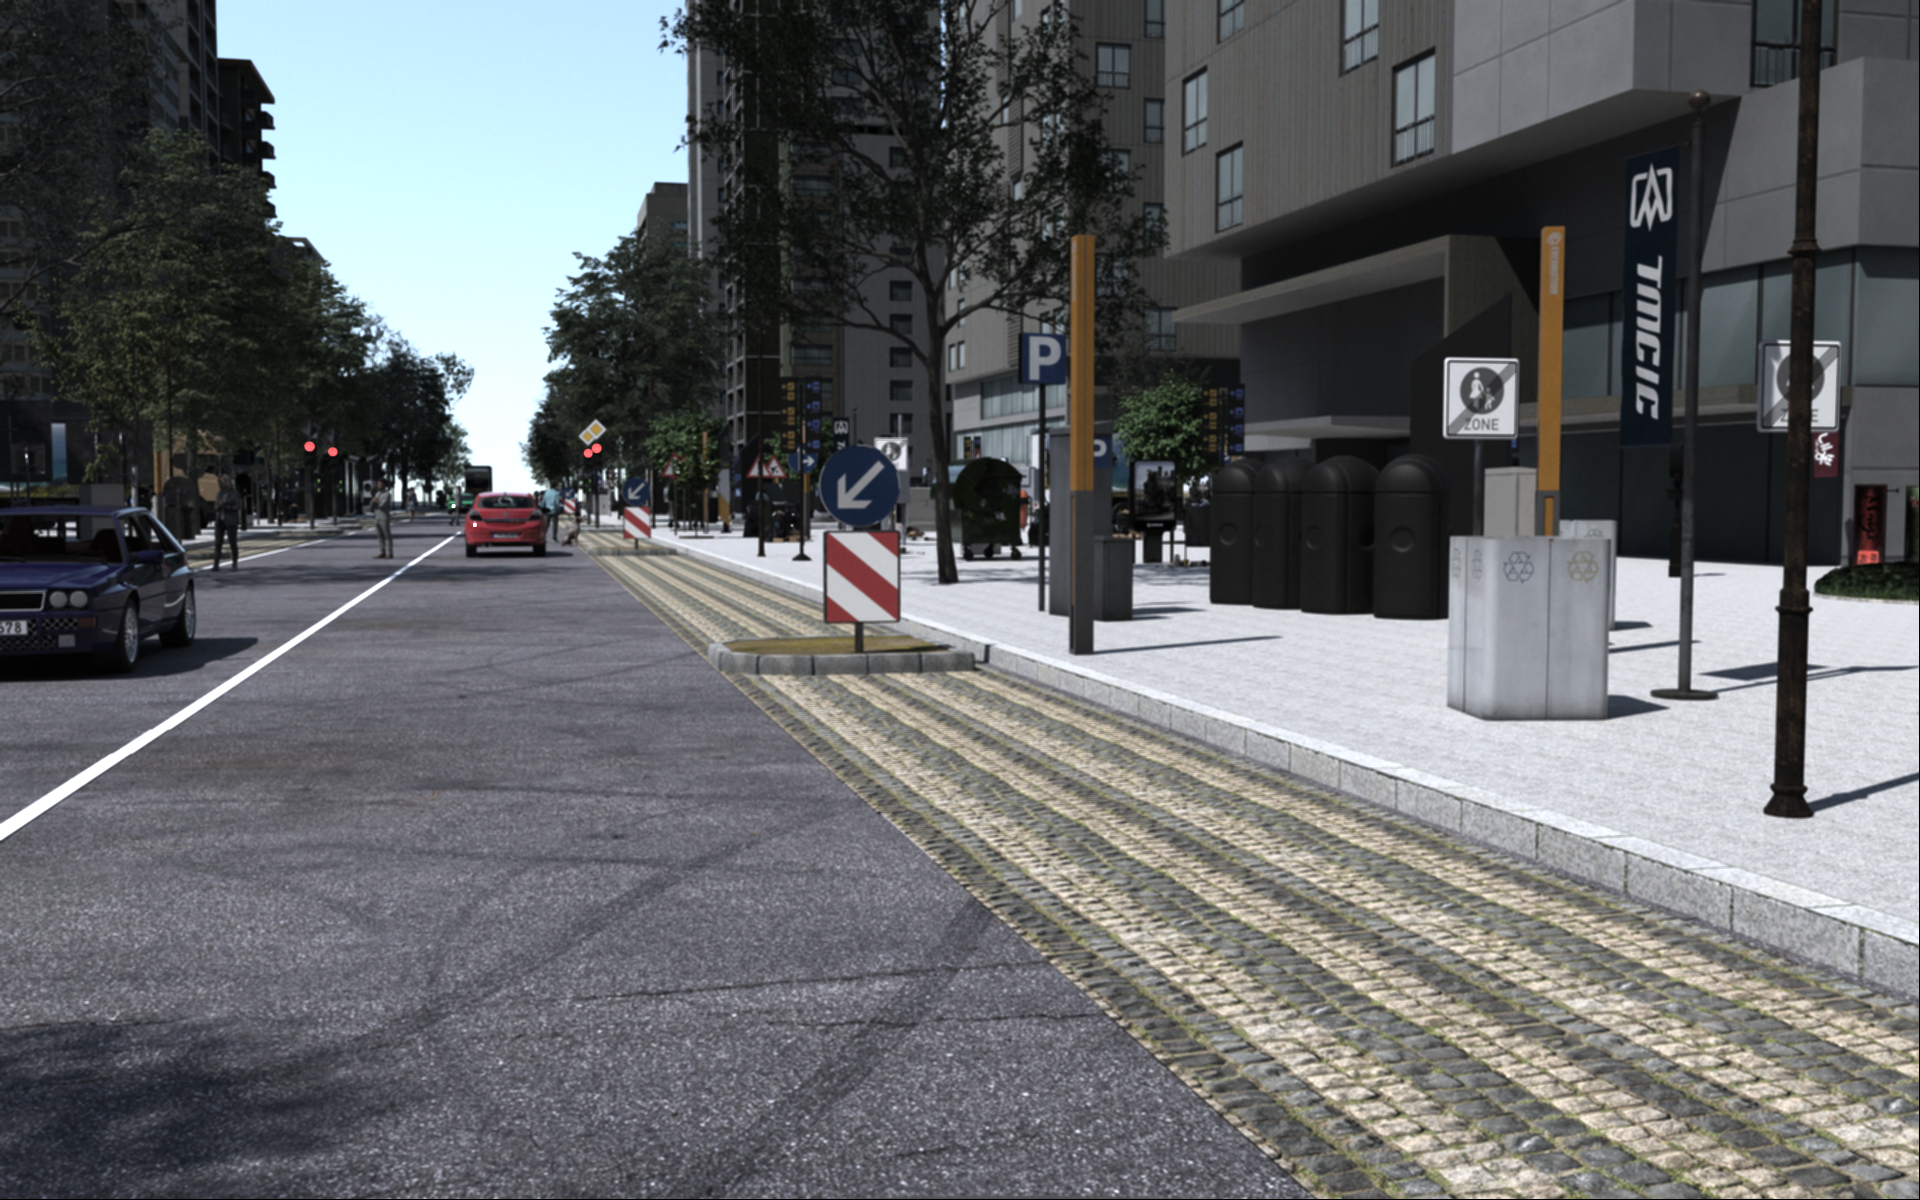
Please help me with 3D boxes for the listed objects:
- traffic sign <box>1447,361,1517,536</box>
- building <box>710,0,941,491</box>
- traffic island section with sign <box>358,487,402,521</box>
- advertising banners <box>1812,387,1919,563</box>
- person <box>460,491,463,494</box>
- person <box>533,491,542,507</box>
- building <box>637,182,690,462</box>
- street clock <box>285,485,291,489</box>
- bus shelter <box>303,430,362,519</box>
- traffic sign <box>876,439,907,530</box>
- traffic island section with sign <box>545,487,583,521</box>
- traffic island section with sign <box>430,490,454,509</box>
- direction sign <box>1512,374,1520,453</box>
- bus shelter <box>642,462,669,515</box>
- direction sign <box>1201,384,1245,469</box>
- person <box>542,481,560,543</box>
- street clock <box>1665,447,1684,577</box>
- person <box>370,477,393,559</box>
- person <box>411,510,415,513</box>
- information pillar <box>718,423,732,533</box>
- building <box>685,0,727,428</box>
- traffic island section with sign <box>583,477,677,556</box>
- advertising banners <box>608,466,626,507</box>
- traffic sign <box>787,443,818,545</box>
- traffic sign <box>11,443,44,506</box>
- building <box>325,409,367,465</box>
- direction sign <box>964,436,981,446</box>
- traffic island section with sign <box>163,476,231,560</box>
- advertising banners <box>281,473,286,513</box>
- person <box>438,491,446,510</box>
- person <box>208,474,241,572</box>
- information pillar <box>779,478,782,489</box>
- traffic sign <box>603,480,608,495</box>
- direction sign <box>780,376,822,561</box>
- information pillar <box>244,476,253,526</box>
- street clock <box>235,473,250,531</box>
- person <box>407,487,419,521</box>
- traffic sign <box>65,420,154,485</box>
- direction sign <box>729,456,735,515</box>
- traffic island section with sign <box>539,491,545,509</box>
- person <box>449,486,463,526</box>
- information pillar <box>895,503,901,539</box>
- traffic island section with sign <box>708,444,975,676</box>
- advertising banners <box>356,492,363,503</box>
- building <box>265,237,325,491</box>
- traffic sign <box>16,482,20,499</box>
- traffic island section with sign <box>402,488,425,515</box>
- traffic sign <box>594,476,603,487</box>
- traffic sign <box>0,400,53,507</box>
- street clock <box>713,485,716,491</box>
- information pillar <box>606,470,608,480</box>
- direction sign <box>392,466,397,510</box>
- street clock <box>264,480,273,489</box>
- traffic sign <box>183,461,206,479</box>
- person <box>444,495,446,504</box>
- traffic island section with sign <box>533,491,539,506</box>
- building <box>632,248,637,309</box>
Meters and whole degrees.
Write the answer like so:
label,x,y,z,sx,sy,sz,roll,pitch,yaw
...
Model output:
label,x,y,z,sx,sy,sz,roll,pitch,yaw
traffic sign,3.922,-0.673,13.129,0.606,2.300,0.079,-1,4,-12
building,-14.224,-44.893,172.258,20.563,71.187,20.611,-1,4,-14
traffic island section with sign,-30.961,-5.110,92.178,1.989,1.847,2.006,-1,4,-14
advertising banners,14.693,-1.938,27.874,2.074,3.025,0.090,3,5,45
person,-39.374,-7.820,136.454,0.694,1.812,0.767,-3,4,-38
person,-37.735,-8.886,154.503,1.217,1.735,0.721,0,4,5
building,-37.896,-39.284,265.990,21.300,48.544,21.600,-1,4,-14
street clock,-51.907,-7.908,133.870,0.358,2.002,0.471,0,4,4
bus shelter,-33.514,-7.009,92.222,2.179,5.291,8.768,-1,4,-14
traffic sign,-1.257,-1.808,31.692,0.606,2.300,0.079,0,4,-5
traffic island section with sign,-21.190,-5.184,93.385,1.989,1.847,2.006,-1,4,-14
traffic island section with sign,-49.897,-9.653,166.457,1.989,1.847,2.006,-1,4,-14
direction sign,10.362,-2.511,33.053,0.379,3.537,0.876,-1,4,-19
bus shelter,-18.981,-8.098,110.041,2.179,5.291,8.768,-1,4,-14
direction sign,5.402,-2.669,35.632,0.876,3.537,0.379,0,4,-1
person,-12.121,-2.612,51.228,0.660,1.820,0.620,1,4,18
street clock,11.063,-1.354,26.716,0.358,2.002,0.471,2,4,27
person,-12.866,-1.820,38.445,0.511,1.800,0.466,2,4,24
person,-40.993,-7.411,129.773,0.635,1.810,0.391,2,4,31
information pillar,-7.769,-4.016,57.017,0.183,3.616,0.504,2,4,34
building,-20.244,-40.053,196.871,21.231,58.520,28.212,-1,4,-14
traffic island section with sign,-7.773,-1.967,40.782,1.989,1.847,2.006,-1,4,-14
advertising banners,-21.096,-6.862,108.377,2.074,3.025,0.090,0,4,4
traffic sign,-3.945,-2.652,43.459,0.768,2.556,0.104,0,4,-6
traffic sign,-18.697,-1.997,34.774,0.606,2.300,0.079,-1,4,-9
building,-107.467,-25.883,268.233,27.650,21.520,28.899,-1,4,-14
direction sign,0.485,-4.661,68.209,0.876,3.537,0.379,3,5,42
traffic island section with sign,-17.139,-1.795,37.973,1.989,1.847,2.006,-1,4,-14
advertising banners,-44.226,-7.155,113.172,0.090,3.025,2.074,-1,4,-14
person,-47.172,-9.085,157.589,0.434,1.755,0.990,2,4,29
person,-13.574,-1.429,32.048,0.537,1.800,0.526,1,4,16
information pillar,-15.152,-9.458,145.990,0.183,3.616,0.504,-2,4,-25
traffic sign,-25.354,-7.465,124.189,0.606,2.300,0.079,-1,4,-14
direction sign,-3.057,-2.530,33.358,0.876,3.537,0.379,1,4,22
information pillar,-28.346,-3.940,68.914,0.304,2.012,0.304,-3,5,-43
street clock,-24.944,-3.406,60.261,0.471,2.002,0.358,-1,4,-23
person,-28.762,-5.040,90.990,0.616,1.811,0.778,-1,4,-20
traffic sign,-23.292,-3.278,47.466,2.265,3.308,0.079,0,4,-6
direction sign,-13.711,-6.832,103.704,0.379,3.537,0.876,-3,4,-37
traffic island section with sign,-28.081,-6.839,120.445,1.989,1.847,2.006,-1,4,-14
person,-22.620,-4.250,78.111,0.853,1.813,0.709,-3,4,-36
information pillar,-1.695,-2.750,49.449,0.304,2.012,0.304,0,4,6
traffic island section with sign,-1.087,-0.364,14.572,1.989,1.847,2.006,-1,4,-14
advertising banners,-40.370,-7.197,113.863,2.074,3.025,0.090,-1,4,-11
building,-102.392,-33.598,241.207,32.217,40.220,23.993,-1,4,-14
traffic sign,-25.345,-2.850,46.607,0.884,2.594,0.081,-1,4,-10
traffic island section with sign,-37.636,-6.713,118.388,1.989,1.847,2.006,-1,4,-14
traffic sign,-24.731,-7.221,118.162,0.768,2.556,0.104,0,4,-5
traffic sign,-20.846,-2.663,37.419,2.265,3.308,0.079,-1,4,-14
street clock,-20.394,-8.572,144.725,0.471,2.002,0.358,-2,4,-29
information pillar,-29.450,-9.397,145.001,0.504,3.616,0.183,3,4,38
direction sign,-46.318,-9.153,141.652,0.379,3.537,0.876,0,4,-4
street clock,-36.289,-5.290,91.066,0.471,2.002,0.358,1,4,16
traffic sign,-27.251,-3.764,61.655,0.768,2.556,0.104,-1,4,-12
person,-47.756,-9.073,160.071,0.599,1.433,0.991,0,4,-2
traffic island section with sign,-40.516,-9.824,169.254,1.989,1.847,2.006,-1,4,-14
building,-43.468,-38.968,291.747,22.147,44.769,28.867,-1,4,-14
